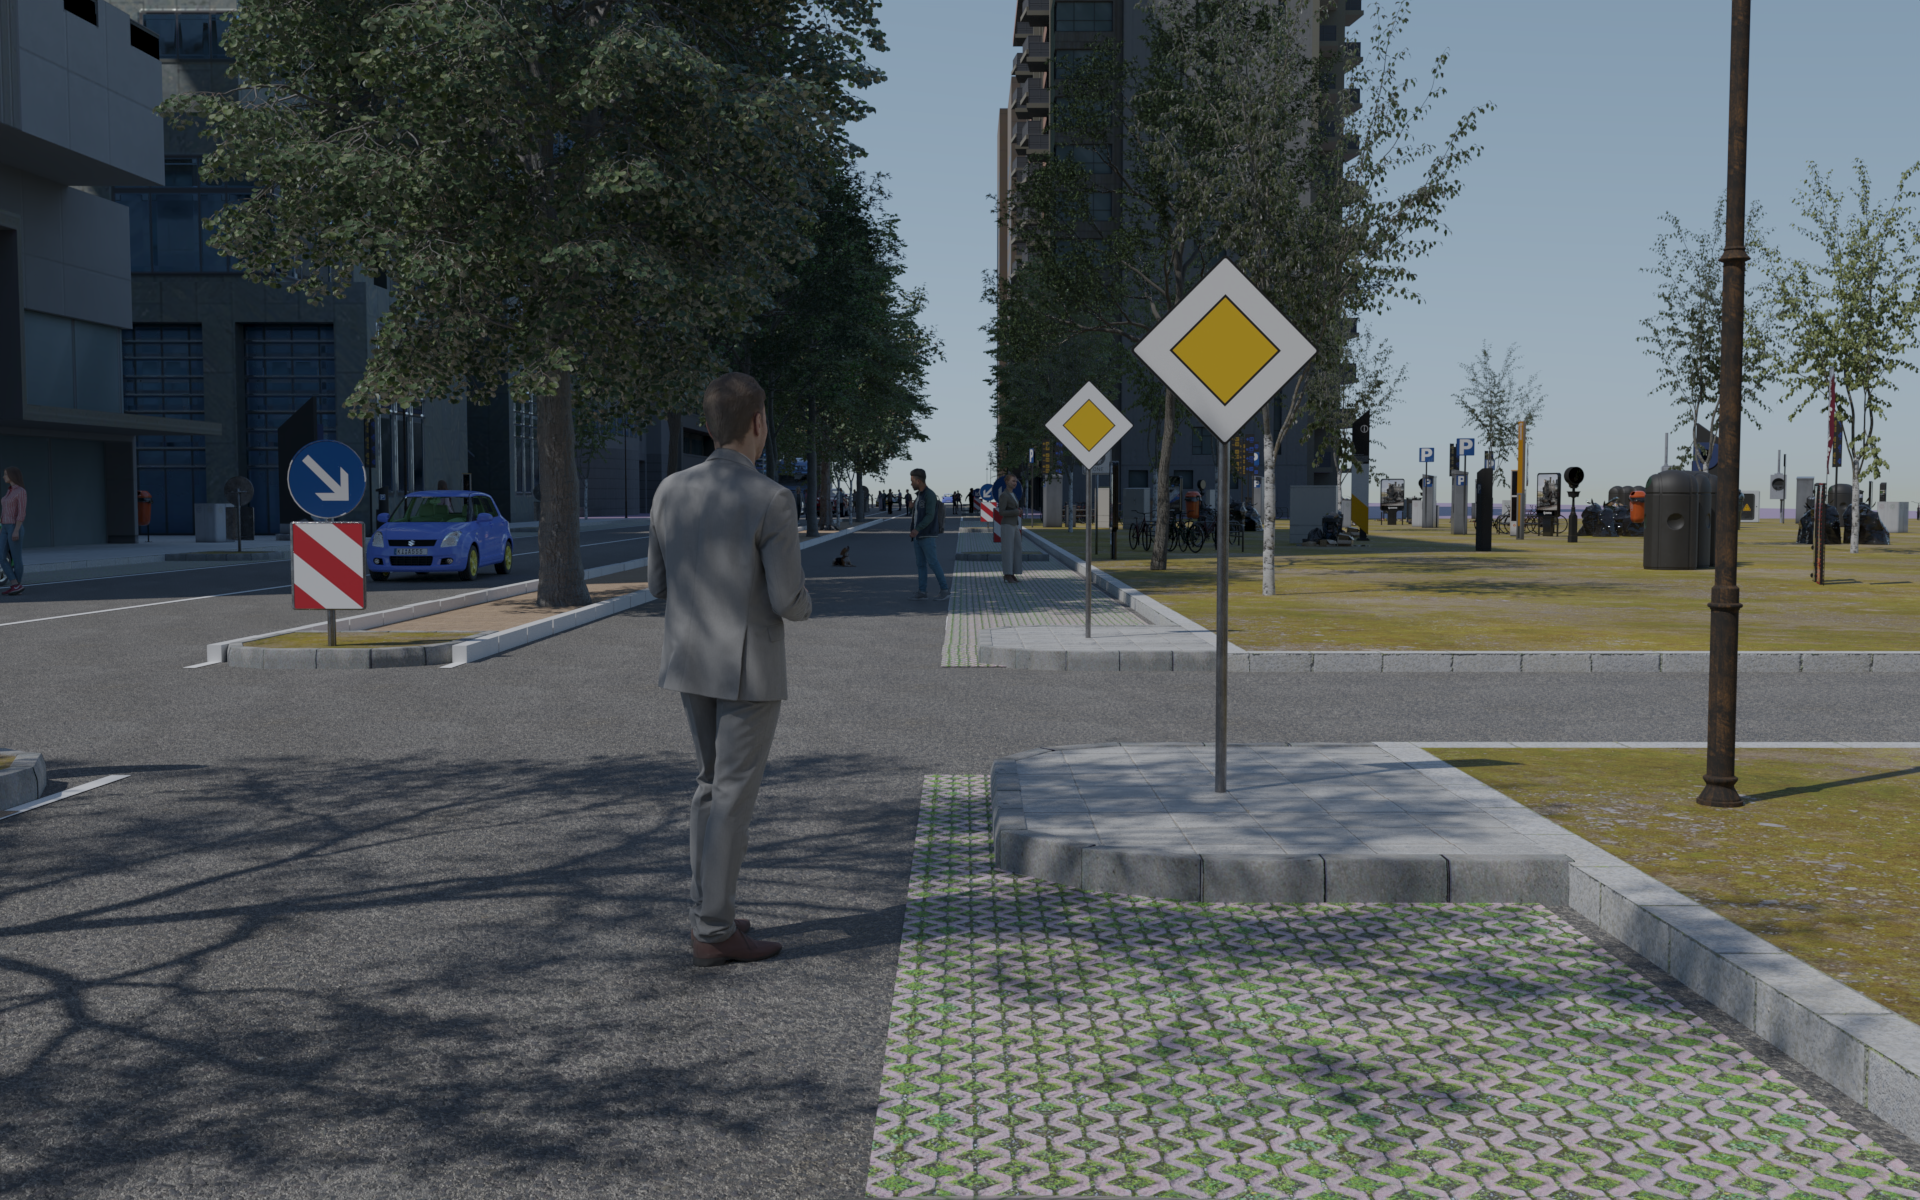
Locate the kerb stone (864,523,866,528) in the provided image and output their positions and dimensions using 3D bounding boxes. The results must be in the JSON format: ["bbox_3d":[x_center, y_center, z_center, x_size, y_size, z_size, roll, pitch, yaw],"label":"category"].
[{"bbox_3d":[-4.093,-3.020,71.578,0.120,0.150,1.000,0,4,0],"label":"kerb stone"}]

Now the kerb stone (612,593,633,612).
[{"bbox_3d":[-4.218,0.053,21.326,0.120,0.150,1.000,0,4,0],"label":"kerb stone"}]

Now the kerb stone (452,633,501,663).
[{"bbox_3d":[-4.236,0.430,15.161,0.120,0.150,1.000,0,4,0],"label":"kerb stone"}]

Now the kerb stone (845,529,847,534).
[{"bbox_3d":[-4.114,-2.330,60.292,0.120,0.150,1.000,0,4,0],"label":"kerb stone"}]

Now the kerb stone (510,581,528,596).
[{"bbox_3d":[-6.314,-0.137,24.443,0.120,0.150,1.000,0,4,0],"label":"kerb stone"}]

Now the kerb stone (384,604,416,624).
[{"bbox_3d":[-6.321,0.184,19.317,0.120,0.150,1.000,0,4,0],"label":"kerb stone"}]

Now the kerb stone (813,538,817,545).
[{"bbox_3d":[-4.143,-1.577,47.977,0.120,0.150,1.000,0,4,0],"label":"kerb stone"}]

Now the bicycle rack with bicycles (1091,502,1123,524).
[{"bbox_3d":[7.198,-3.430,69.462,2.925,0.926,2.852,-2,4,-32],"label":"bicycle rack with bicycles"}]

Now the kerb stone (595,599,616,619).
[{"bbox_3d":[-4.221,0.118,20.295,0.120,0.150,1.000,0,4,0],"label":"kerb stone"}]

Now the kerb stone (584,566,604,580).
[{"bbox_3d":[-6.293,-0.451,29.574,0.120,0.150,1.000,0,4,0],"label":"kerb stone"}]

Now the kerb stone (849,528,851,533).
[{"bbox_3d":[-4.107,-2.456,62.346,0.120,0.150,1.000,0,4,0],"label":"kerb stone"}]

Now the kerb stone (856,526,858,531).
[{"bbox_3d":[-4.100,-2.706,66.441,0.120,0.150,1.000,0,4,0],"label":"kerb stone"}]

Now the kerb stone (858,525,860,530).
[{"bbox_3d":[-4.100,-2.769,67.472,0.120,0.150,1.000,0,4,0],"label":"kerb stone"}]

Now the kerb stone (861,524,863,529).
[{"bbox_3d":[-4.093,-2.895,69.527,0.120,0.150,1.000,0,4,0],"label":"kerb stone"}]

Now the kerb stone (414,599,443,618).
[{"bbox_3d":[-6.321,0.113,20.344,0.120,0.150,1.000,0,4,0],"label":"kerb stone"}]

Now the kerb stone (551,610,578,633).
[{"bbox_3d":[-4.224,0.242,18.251,0.120,0.150,1.000,0,4,0],"label":"kerb stone"}]

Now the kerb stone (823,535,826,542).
[{"bbox_3d":[-4.137,-1.760,51.058,0.120,0.150,1.000,0,4,0],"label":"kerb stone"}]

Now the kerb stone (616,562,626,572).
[{"bbox_3d":[-6.298,-0.574,31.618,0.120,0.150,1.000,0,4,0],"label":"kerb stone"}]

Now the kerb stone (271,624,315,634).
[{"bbox_3d":[-6.326,0.366,16.248,0.120,0.150,1.000,0,4,0],"label":"kerb stone"}]

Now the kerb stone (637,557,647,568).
[{"bbox_3d":[-6.286,-0.702,33.672,0.120,0.150,1.000,0,4,0],"label":"kerb stone"}]

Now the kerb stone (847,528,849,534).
[{"bbox_3d":[-4.125,-2.393,61.319,0.120,0.150,1.000,0,4,0],"label":"kerb stone"}]

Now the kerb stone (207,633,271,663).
[{"bbox_3d":[-6.336,0.427,15.216,0.120,0.150,1.000,0,4,0],"label":"kerb stone"}]

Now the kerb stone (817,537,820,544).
[{"bbox_3d":[-4.145,-1.639,48.999,0.120,0.150,1.000,0,4,0],"label":"kerb stone"}]

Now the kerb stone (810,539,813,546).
[{"bbox_3d":[-4.149,-1.514,46.956,0.120,0.150,1.000,0,4,0],"label":"kerb stone"}]

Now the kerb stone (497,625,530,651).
[{"bbox_3d":[-4.232,0.368,16.186,0.120,0.150,1.000,0,4,0],"label":"kerb stone"}]

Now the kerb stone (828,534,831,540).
[{"bbox_3d":[-4.138,-1.890,53.107,0.120,0.150,1.000,0,4,0],"label":"kerb stone"}]

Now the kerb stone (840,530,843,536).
[{"bbox_3d":[-4.120,-2.204,58.238,0.120,0.150,1.000,0,4,0],"label":"kerb stone"}]

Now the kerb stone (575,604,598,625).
[{"bbox_3d":[-4.221,0.182,19.273,0.120,0.150,1.000,0,4,0],"label":"kerb stone"}]

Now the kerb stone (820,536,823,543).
[{"bbox_3d":[-4.144,-1.702,50.026,0.120,0.150,1.000,0,4,0],"label":"kerb stone"}]

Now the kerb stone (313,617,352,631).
[{"bbox_3d":[-6.329,0.303,17.270,0.120,0.150,1.000,0,4,0],"label":"kerb stone"}]

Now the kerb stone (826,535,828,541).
[{"bbox_3d":[-4.135,-1.828,52.085,0.120,0.150,1.000,0,4,0],"label":"kerb stone"}]

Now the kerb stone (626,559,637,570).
[{"bbox_3d":[-6.287,-0.633,32.650,0.120,0.150,1.000,0,4,0],"label":"kerb stone"}]

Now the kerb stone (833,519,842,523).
[{"bbox_3d":[-6.153,-3.960,86.938,0.120,0.150,1.000,0,4,0],"label":"kerb stone"}]

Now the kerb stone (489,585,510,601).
[{"bbox_3d":[-6.313,-0.075,23.417,0.120,0.150,1.000,0,4,0],"label":"kerb stone"}]

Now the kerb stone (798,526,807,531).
[{"bbox_3d":[-6.195,-2.825,68.501,0.120,0.150,1.000,0,4,0],"label":"kerb stone"}]

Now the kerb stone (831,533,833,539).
[{"bbox_3d":[-4.133,-1.954,54.137,0.120,0.150,1.000,0,4,0],"label":"kerb stone"}]

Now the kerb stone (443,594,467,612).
[{"bbox_3d":[-6.317,0.058,21.372,0.120,0.150,1.000,0,4,0],"label":"kerb stone"}]

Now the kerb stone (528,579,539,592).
[{"bbox_3d":[-6.306,-0.200,25.465,0.120,0.150,1.000,0,4,0],"label":"kerb stone"}]

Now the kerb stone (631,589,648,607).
[{"bbox_3d":[-4.212,-0.007,22.348,0.120,0.150,1.000,0,4,0],"label":"kerb stone"}]

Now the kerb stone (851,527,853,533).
[{"bbox_3d":[-4.108,-2.518,63.371,0.120,0.150,1.000,0,4,0],"label":"kerb stone"}]

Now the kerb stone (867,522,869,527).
[{"bbox_3d":[-4.081,-3.145,73.624,0.120,0.150,1.000,0,4,0],"label":"kerb stone"}]

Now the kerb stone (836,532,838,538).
[{"bbox_3d":[-4.137,-2.079,56.181,0.120,0.150,1.000,0,4,0],"label":"kerb stone"}]

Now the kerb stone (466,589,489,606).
[{"bbox_3d":[-6.317,-0.012,22.394,0.120,0.150,1.000,0,4,0],"label":"kerb stone"}]

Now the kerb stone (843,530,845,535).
[{"bbox_3d":[-4.118,-2.259,59.269,0.120,0.150,1.000,0,4,0],"label":"kerb stone"}]

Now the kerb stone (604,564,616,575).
[{"bbox_3d":[-6.290,-0.514,30.596,0.120,0.150,1.000,0,4,0],"label":"kerb stone"}]

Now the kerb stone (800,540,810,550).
[{"bbox_3d":[-4.149,-1.452,45.932,0.120,0.150,1.000,0,4,0],"label":"kerb stone"}]

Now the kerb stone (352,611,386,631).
[{"bbox_3d":[-6.324,0.242,18.295,0.120,0.150,1.000,0,4,0],"label":"kerb stone"}]

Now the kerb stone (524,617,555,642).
[{"bbox_3d":[-4.230,0.305,17.215,0.120,0.150,1.000,0,4,0],"label":"kerb stone"}]

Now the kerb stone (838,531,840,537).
[{"bbox_3d":[-4.130,-2.139,57.209,0.120,0.150,1.000,0,4,0],"label":"kerb stone"}]

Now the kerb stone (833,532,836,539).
[{"bbox_3d":[-4.132,-2.012,55.160,0.120,0.150,1.000,0,4,0],"label":"kerb stone"}]

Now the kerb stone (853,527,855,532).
[{"bbox_3d":[-4.102,-2.580,64.393,0.120,0.150,1.000,0,4,0],"label":"kerb stone"}]

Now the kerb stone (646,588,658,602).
[{"bbox_3d":[-4.209,-0.072,23.376,0.120,0.150,1.000,0,4,0],"label":"kerb stone"}]
